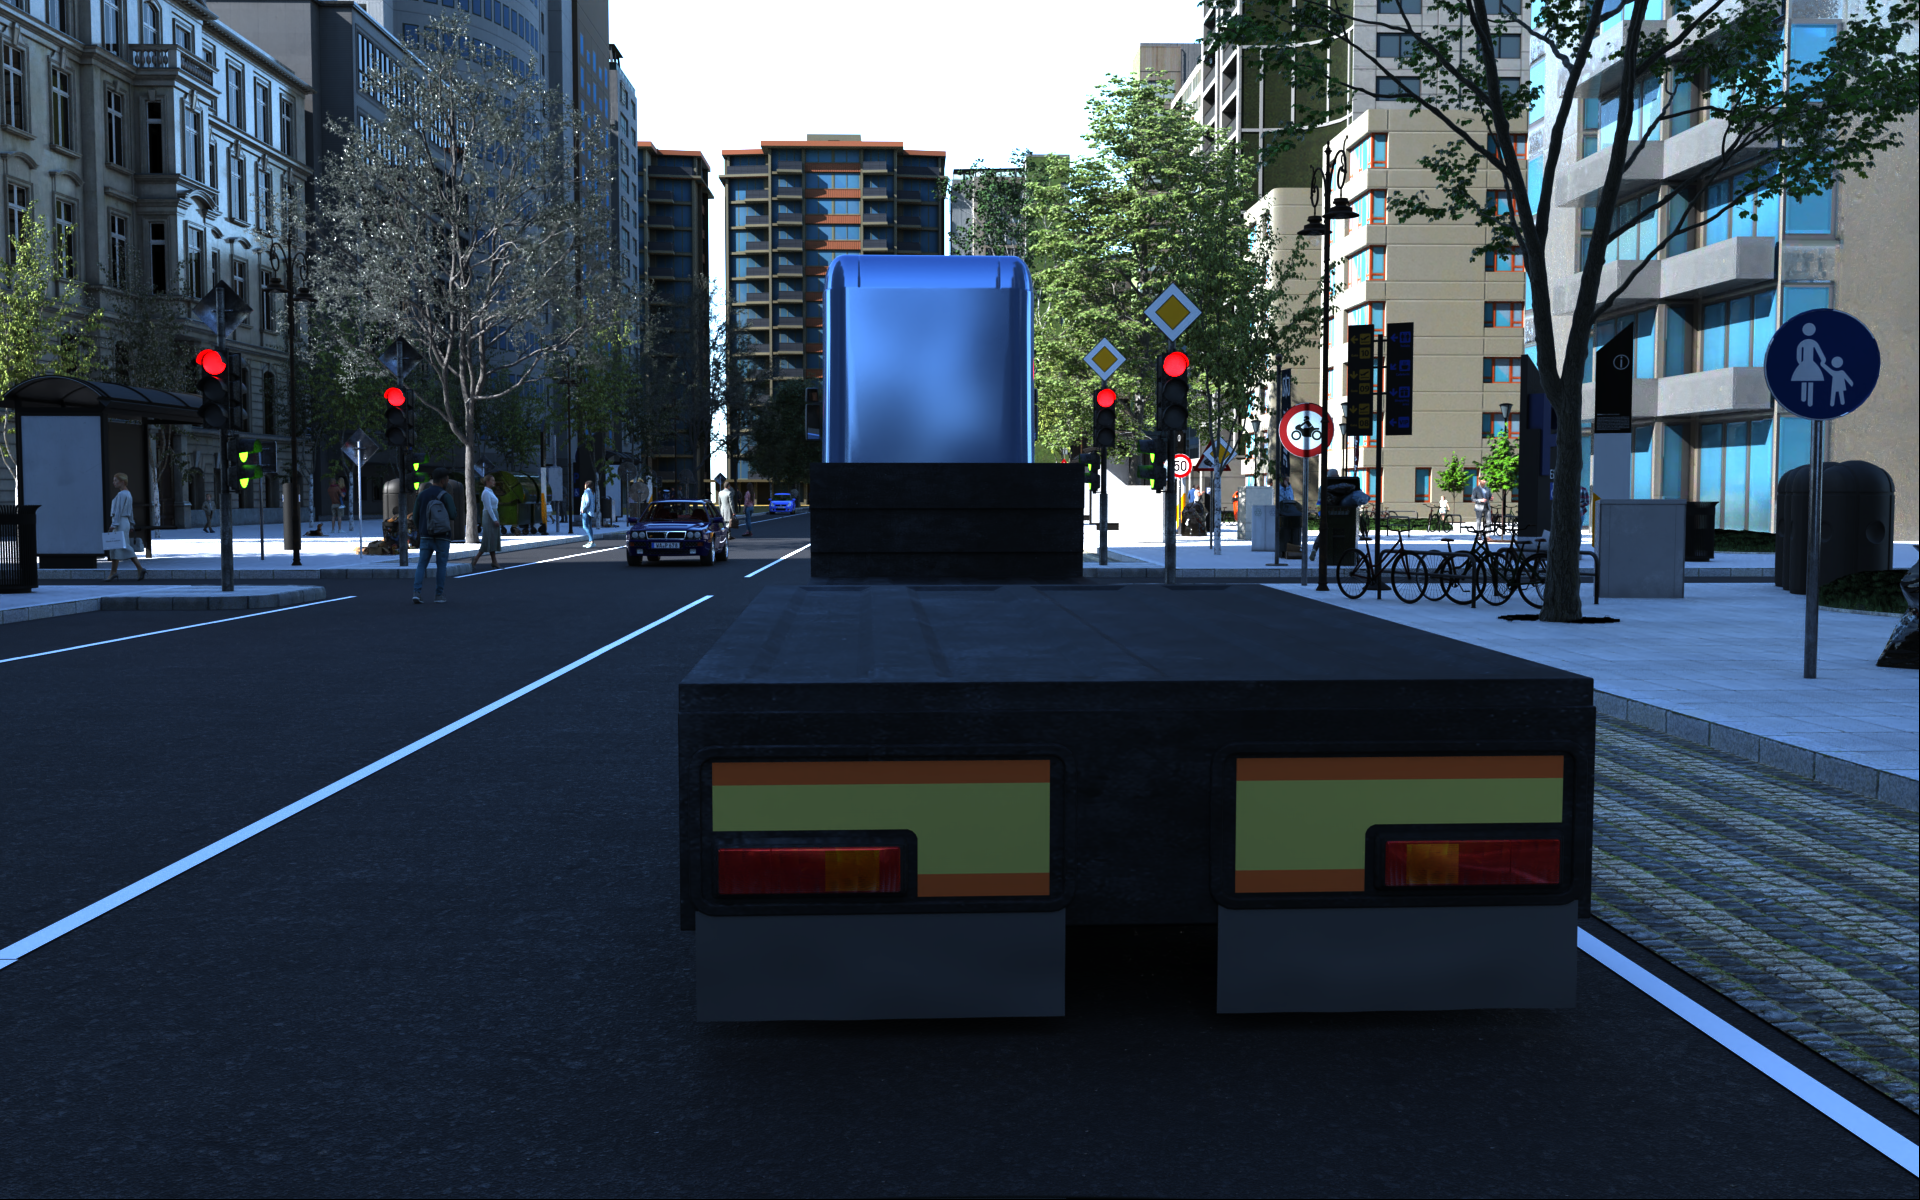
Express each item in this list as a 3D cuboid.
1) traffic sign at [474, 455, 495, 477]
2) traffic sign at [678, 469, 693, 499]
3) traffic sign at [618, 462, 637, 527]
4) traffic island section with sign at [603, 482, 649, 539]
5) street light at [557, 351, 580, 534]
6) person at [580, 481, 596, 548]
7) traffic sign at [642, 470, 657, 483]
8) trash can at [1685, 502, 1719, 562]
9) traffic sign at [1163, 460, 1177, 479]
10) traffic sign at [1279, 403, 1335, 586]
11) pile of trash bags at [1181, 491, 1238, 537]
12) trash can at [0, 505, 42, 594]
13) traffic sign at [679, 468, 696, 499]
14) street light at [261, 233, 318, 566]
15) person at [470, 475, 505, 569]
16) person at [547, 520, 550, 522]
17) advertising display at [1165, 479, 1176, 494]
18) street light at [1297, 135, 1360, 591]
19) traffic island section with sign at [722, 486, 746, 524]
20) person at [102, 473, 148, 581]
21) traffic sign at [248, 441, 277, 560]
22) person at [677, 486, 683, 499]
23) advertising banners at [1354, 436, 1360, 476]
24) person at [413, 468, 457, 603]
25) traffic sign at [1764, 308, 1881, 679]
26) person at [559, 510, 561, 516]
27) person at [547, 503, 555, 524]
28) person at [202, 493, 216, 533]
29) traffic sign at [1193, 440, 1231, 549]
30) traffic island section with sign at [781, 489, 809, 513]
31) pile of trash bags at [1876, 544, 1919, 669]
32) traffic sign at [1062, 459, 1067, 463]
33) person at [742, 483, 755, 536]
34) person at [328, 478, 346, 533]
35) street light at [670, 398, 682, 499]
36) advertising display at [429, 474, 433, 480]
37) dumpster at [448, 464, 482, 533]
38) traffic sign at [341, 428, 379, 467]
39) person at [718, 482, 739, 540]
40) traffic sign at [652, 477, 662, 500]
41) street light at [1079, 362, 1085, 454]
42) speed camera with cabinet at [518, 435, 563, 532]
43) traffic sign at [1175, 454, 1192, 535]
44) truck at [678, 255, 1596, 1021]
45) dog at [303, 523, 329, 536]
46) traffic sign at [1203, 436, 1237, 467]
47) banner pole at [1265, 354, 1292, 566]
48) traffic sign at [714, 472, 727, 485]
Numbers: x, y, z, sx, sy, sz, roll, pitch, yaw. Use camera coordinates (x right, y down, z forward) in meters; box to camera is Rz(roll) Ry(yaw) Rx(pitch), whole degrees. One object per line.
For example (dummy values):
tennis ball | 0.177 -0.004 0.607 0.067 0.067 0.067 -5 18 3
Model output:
traffic sign | -16.058 -3.588 58.402 0.795 2.593 0.064 0 4 4
traffic sign | -14.013 -5.410 88.561 0.768 2.556 0.104 0 4 1
traffic sign | -13.118 -4.170 68.287 0.768 2.556 0.104 0 4 1
traffic island section with sign | -10.332 -2.881 55.733 1.989 1.847 2.006 0 4 -2
street light | -12.659 -5.098 56.146 0.468 5.910 1.993 0 4 -2
person | -9.975 -2.312 46.574 0.793 1.790 0.793 -2 4 -29
traffic sign | -15.873 -5.405 88.482 0.768 2.556 0.104 0 4 4
trash can | 14.041 -1.304 32.980 0.748 1.137 0.748 0 3 0
traffic sign | 7.408 -3.671 60.126 0.768 2.556 0.104 0 4 2
traffic sign | 4.829 -1.474 24.209 0.768 2.556 0.104 0 4 6
pile of trash bags | 7.259 -2.639 52.906 3.447 1.369 1.912 2 4 25
trash can | -12.330 -0.663 22.490 0.748 1.137 0.748 0 3 0
traffic sign | -13.803 -5.371 87.816 0.884 2.594 0.081 0 4 3
street light | -11.925 -3.558 30.959 0.468 5.910 1.993 0 4 -2
person | -9.013 -1.482 32.956 0.641 1.798 0.478 0 4 1
person | -19.171 -4.249 80.177 0.362 1.253 0.373 2 4 31
advertising display | 7.670 -3.687 65.497 0.974 1.923 0.123 0 4 -6
street light | 4.818 -3.061 22.834 0.468 5.910 1.993 0 4 -2
traffic island section with sign | -11.168 -4.584 83.578 1.989 1.847 2.006 0 4 -2
person | -13.744 -1.200 28.475 0.624 1.780 0.694 0 4 2
traffic sign | -13.549 -1.924 33.583 0.606 2.300 0.079 0 4 0
person | -16.835 -6.029 104.887 0.573 1.790 0.520 -3 5 -41
advertising banners | 8.778 -2.622 39.065 0.090 3.025 2.074 0 4 2
person | -6.918 -0.856 22.835 0.623 1.781 0.721 0 4 -2
traffic sign | 5.925 -0.727 11.995 0.768 2.556 0.104 0 4 5
person | -23.420 -5.836 101.641 0.473 1.802 0.592 0 4 3
person | -17.526 -4.119 73.743 0.624 1.780 0.694 -1 4 -15
person | -24.865 -2.878 57.377 0.640 1.303 0.475 2 4 26
traffic sign | 5.845 -2.461 40.242 0.884 2.594 0.081 0 4 -1
traffic island section with sign | -12.631 -7.582 132.594 1.989 1.847 2.006 0 4 -2
pile of trash bags | 8.057 -0.125 11.789 1.912 1.369 3.447 -1 4 -14
traffic sign | 3.824 -3.895 63.690 0.884 2.594 0.081 0 4 5
person | -7.150 -3.070 58.700 0.388 1.821 0.555 1 4 19
person | -20.511 -3.125 57.119 0.580 1.828 0.573 -2 4 -32
street light | -13.459 -6.680 82.001 0.468 5.910 1.993 0 4 -2
advertising display | -17.522 -3.199 57.512 0.974 1.923 0.123 3 5 44
dumpster | -16.255 -3.286 56.220 1.502 2.255 1.985 0 4 -2
traffic sign | -11.975 -2.129 34.549 0.795 2.593 0.064 0 4 7
person | -7.196 -2.771 53.910 0.694 1.812 0.767 3 4 38
traffic sign | -17.772 -6.080 101.529 0.606 2.300 0.079 0 4 1
street light | 3.900 -5.055 55.437 0.468 5.910 1.993 0 4 -2
speed camera with cabinet | -14.227 -3.928 58.562 0.660 3.252 2.038 -3 5 -45
traffic sign | 6.948 -3.339 54.697 0.768 2.556 0.104 0 4 8
truck | -0.031 -1.469 13.784 2.967 4.110 18.799 0 4 -3
dog | -19.641 -2.142 52.758 0.748 0.427 0.550 3 4 39
traffic sign | 5.933 -2.427 39.412 0.795 2.593 0.064 0 4 4
banner pole | 5.717 -2.490 30.725 0.401 3.779 0.863 -1 4 -9
traffic sign | -14.376 -6.366 103.825 0.795 2.593 0.064 0 4 -1
